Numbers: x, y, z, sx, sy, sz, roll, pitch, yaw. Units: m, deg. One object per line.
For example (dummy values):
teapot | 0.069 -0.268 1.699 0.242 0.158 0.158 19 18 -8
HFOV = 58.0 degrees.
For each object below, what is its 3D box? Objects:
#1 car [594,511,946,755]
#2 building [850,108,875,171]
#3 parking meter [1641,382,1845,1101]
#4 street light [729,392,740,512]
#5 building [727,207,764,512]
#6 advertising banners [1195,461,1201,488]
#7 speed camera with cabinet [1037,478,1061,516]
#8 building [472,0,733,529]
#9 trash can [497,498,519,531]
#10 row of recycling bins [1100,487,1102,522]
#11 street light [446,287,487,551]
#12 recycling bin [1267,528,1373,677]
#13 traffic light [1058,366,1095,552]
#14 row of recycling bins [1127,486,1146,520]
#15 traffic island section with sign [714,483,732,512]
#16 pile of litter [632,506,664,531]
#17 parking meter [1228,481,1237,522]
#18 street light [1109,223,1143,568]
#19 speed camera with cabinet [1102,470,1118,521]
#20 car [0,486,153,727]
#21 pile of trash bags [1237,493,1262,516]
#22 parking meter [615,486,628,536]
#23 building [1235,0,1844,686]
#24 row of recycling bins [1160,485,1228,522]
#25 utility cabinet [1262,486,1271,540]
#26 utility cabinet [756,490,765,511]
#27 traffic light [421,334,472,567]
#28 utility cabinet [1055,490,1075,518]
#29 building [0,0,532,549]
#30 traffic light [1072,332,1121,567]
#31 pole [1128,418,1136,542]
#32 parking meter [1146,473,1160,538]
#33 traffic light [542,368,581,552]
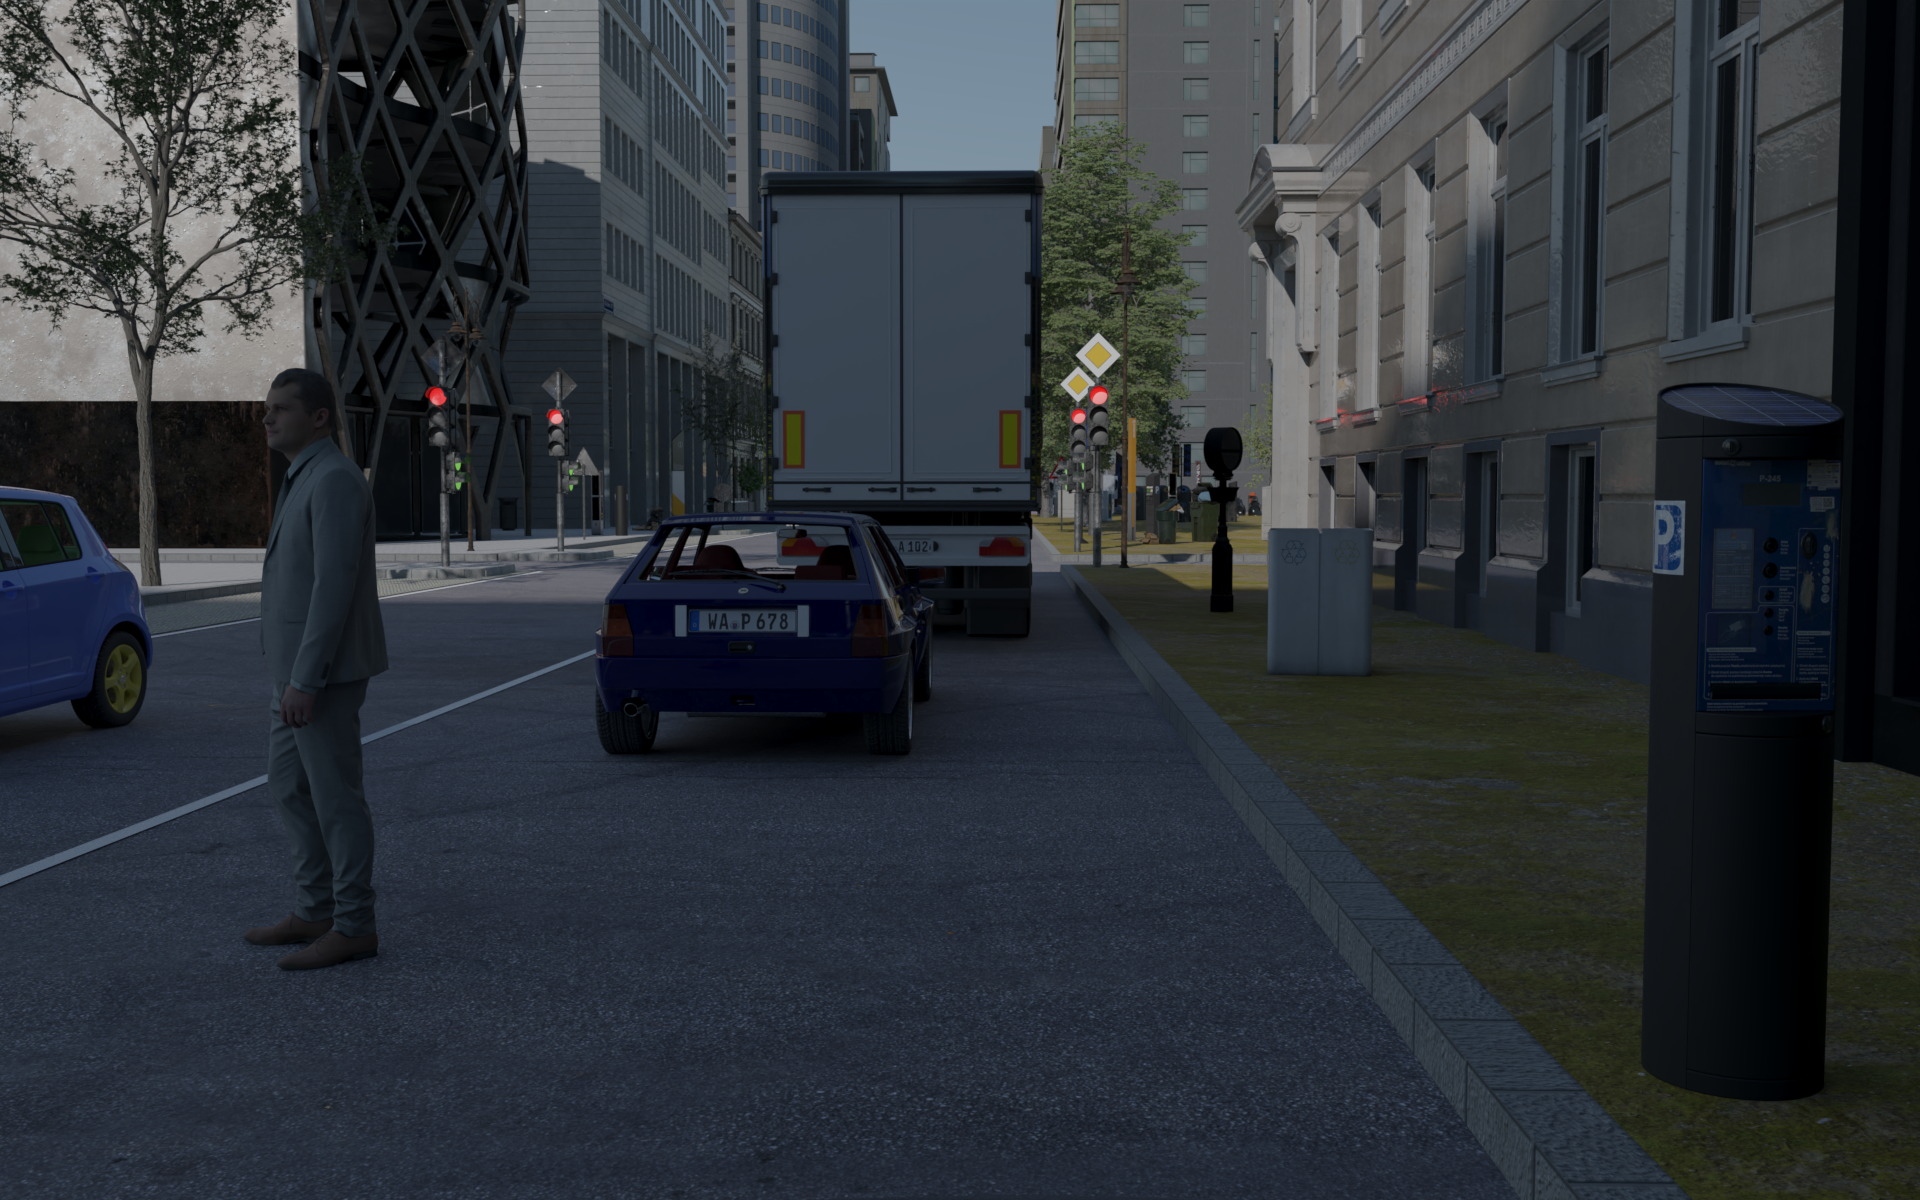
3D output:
car | -1.080 0.105 10.871 1.945 1.354 3.894 0 4 2
building | -16.200 -30.283 178.718 14.154 41.232 14.086 0 4 1
parking meter | 1.709 0.282 3.793 0.372 1.533 0.369 0 3 0
street light | -9.997 -6.339 76.435 0.468 5.910 1.993 0 4 1
building | -16.832 -14.565 102.763 10.561 19.102 19.286 0 4 1
advertising banners | 12.934 -5.800 91.012 0.090 3.025 2.074 3 5 43
speed camera with cabinet | 5.241 -6.558 101.556 0.660 3.252 2.038 -2 4 -26
building | -18.088 -18.359 77.668 11.434 29.767 29.804 0 4 1
trash can | -15.830 -2.999 60.693 0.748 1.137 0.748 0 3 0
row of recycling bins | 5.902 -4.338 78.042 1.069 1.692 3.534 0 4 5
street light | -11.003 -4.036 38.781 0.468 5.910 1.993 0 4 1
recycling bin | 2.603 0.001 12.542 0.722 1.027 0.722 1 4 11
traffic light | 2.581 -3.015 38.219 0.839 4.253 0.868 0 4 1
row of recycling bins | 8.992 -4.821 85.943 1.069 1.692 3.534 1 4 15
traffic island section with sign | -8.376 -3.208 61.072 1.989 1.847 2.006 0 4 1
pile of litter | -10.813 -2.858 60.689 1.176 0.858 1.719 -2 4 -33
parking meter | 12.322 -4.442 78.341 0.399 1.863 0.255 2 4 27
street light | 2.845 -3.491 29.860 0.468 5.910 1.993 0 4 1
speed camera with cabinet | 6.993 -5.381 82.311 0.660 3.252 2.038 1 4 19
car | -6.040 0.010 9.422 1.945 1.707 3.694 0 4 3
pile of trash bags | 17.169 -5.710 103.118 1.912 1.369 3.447 1 4 19
parking meter | -10.387 -2.735 53.129 0.372 1.533 0.369 0 3 0
building | 10.988 -14.166 17.520 13.634 28.700 20.117 0 4 1
row of recycling bins | 10.618 -4.412 79.256 3.534 1.692 1.069 0 4 4
utility cabinet | 8.641 -2.333 46.829 0.318 1.500 1.173 -2 4 -29
utility cabinet | -10.591 -5.230 94.185 0.318 1.500 1.173 2 4 34
traffic light | -9.075 -2.543 30.502 0.839 4.253 0.868 0 4 1
utility cabinet | 5.798 -5.115 92.312 1.173 1.500 0.318 -2 4 -27
building | -21.065 -11.071 48.455 16.820 18.784 16.811 0 4 1
traffic light | 2.384 -2.527 30.236 0.839 4.253 0.868 0 4 1
pole | 4.632 -3.230 46.654 0.158 3.312 0.155 0 3 0
parking meter | 5.304 -2.565 47.651 0.255 1.863 0.399 3 4 37
traffic light | -8.878 -3.031 38.484 0.839 4.253 0.868 0 4 1
